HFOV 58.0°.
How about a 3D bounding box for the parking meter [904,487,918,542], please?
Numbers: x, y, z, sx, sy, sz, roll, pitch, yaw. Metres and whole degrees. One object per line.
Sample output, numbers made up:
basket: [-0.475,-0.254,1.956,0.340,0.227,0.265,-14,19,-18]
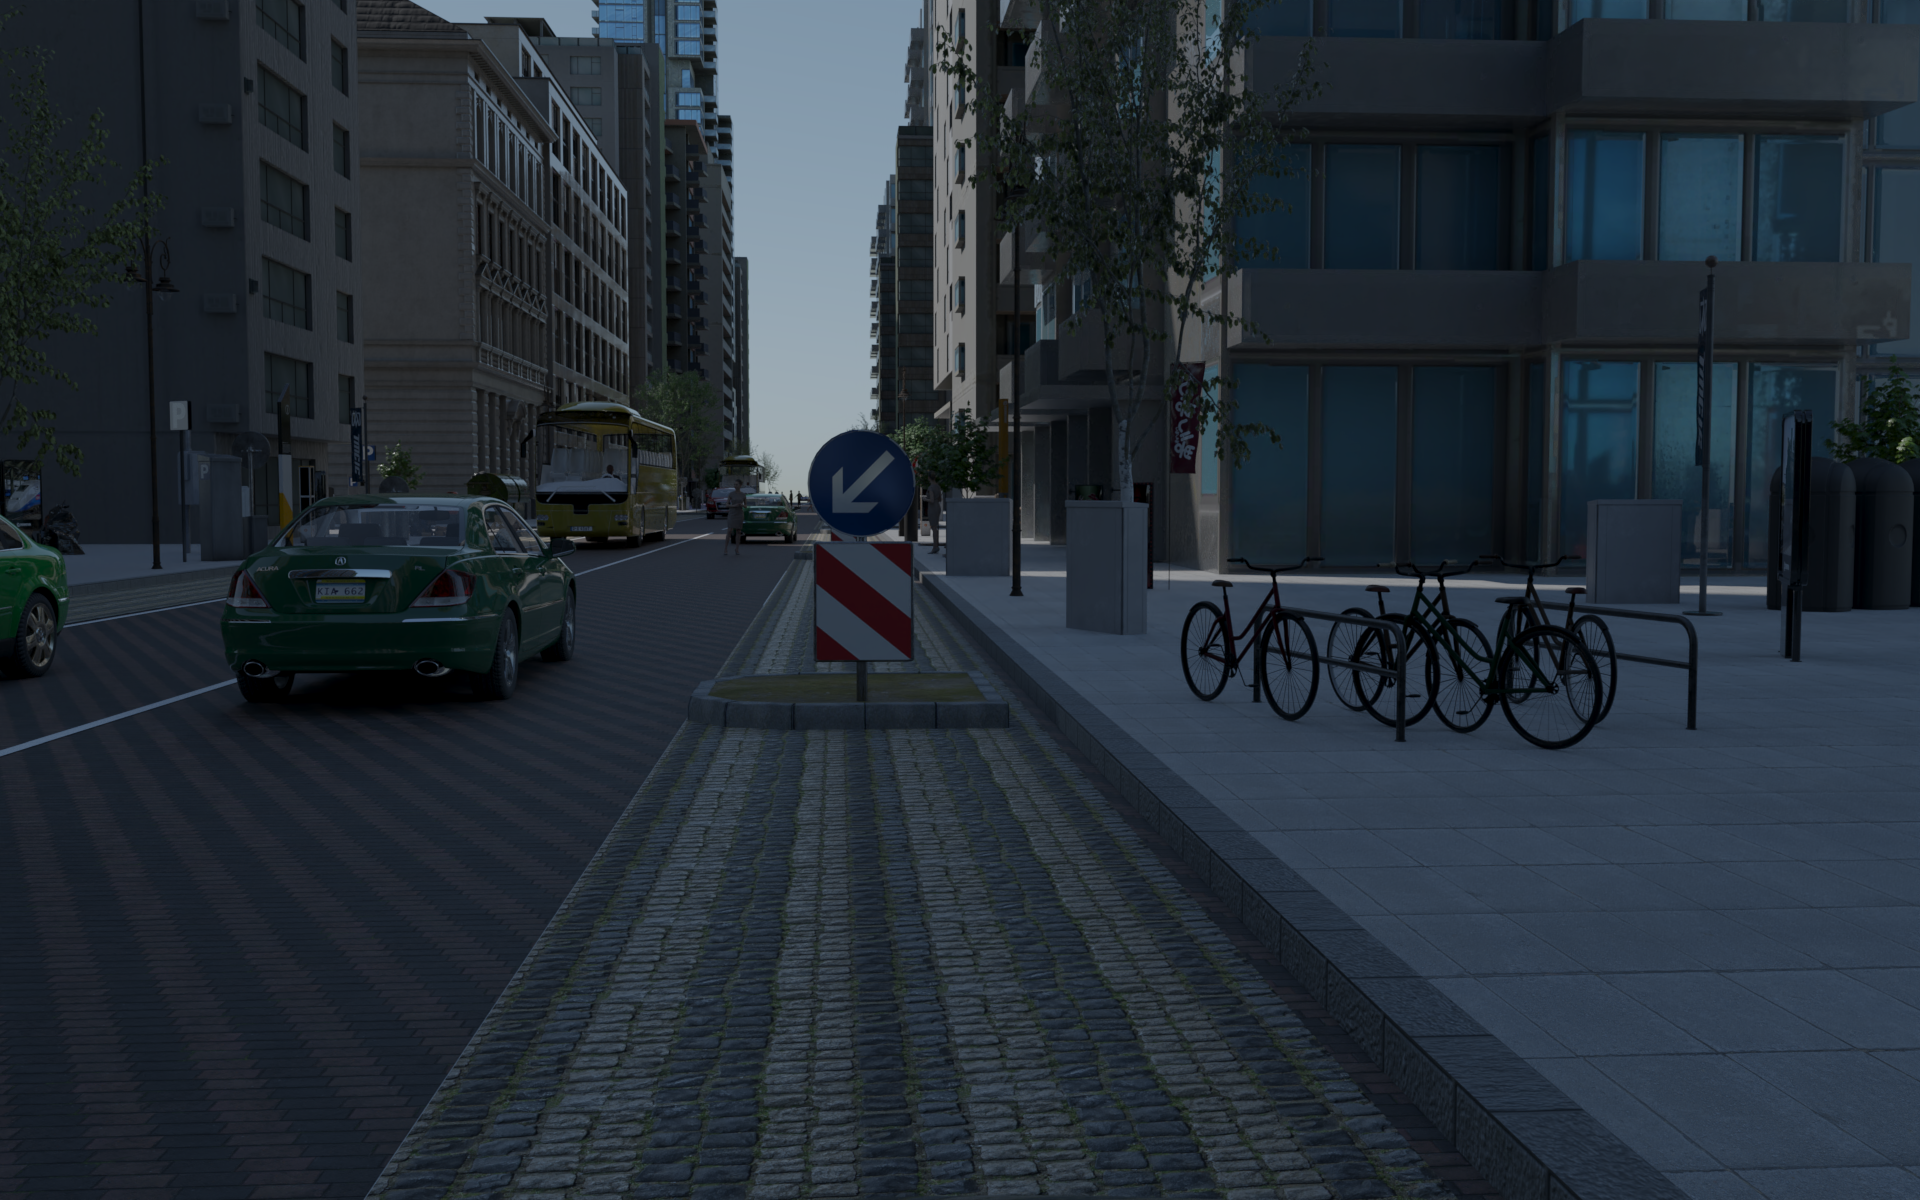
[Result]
parking meter: [-1.314,-2.335,46.593,0.372,1.533,0.369,0,3,0]

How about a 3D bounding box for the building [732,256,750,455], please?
building: [-42.646,-37.080,289.856,14.154,41.232,14.086,0,4,-4]

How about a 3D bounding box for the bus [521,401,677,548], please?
bus: [-9.957,-3.547,49.548,2.896,3.916,12.252,0,4,-4]

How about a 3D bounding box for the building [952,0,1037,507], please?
building: [10.392,-28.114,83.365,21.600,48.544,21.300,0,4,-4]

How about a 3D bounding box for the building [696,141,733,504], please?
building: [-43.025,-37.733,240.629,21.300,48.544,21.600,0,4,-4]

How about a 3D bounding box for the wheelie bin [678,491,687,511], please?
wheelie bin: [-21.462,-7.714,134.029,0.693,1.594,0.980,-1,4,-11]

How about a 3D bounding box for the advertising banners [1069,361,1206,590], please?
advertising banners: [2.381,-1.667,23.443,2.074,3.025,0.090,2,4,35]

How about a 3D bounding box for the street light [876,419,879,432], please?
street light: [-4.999,-8.060,104.562,0.468,5.910,1.993,0,4,-4]

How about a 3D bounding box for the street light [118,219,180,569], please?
street light: [-13.738,-3.466,29.450,0.468,5.910,1.993,0,4,-4]

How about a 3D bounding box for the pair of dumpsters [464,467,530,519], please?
pair of dumpsters: [-16.020,-3.512,59.920,1.574,2.255,4.437,0,4,-4]

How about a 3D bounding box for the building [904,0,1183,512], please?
building: [6.099,-33.357,164.990,23.786,49.044,30.456,0,4,-4]

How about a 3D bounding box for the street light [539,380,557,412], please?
street light: [-16.661,-5.957,70.192,0.468,5.910,1.993,0,4,-4]

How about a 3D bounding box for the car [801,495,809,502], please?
car: [-26.779,-17.386,296.847,1.945,1.354,3.894,0,4,-6]

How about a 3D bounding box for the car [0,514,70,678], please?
car: [-7.953,-0.202,12.102,1.959,1.807,4.718,0,4,-5]

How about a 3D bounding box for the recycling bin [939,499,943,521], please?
recycling bin: [-1.165,-4.231,81.737,0.722,1.027,0.722,0,4,-2]

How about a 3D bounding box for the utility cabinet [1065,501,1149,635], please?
utility cabinet: [1.371,-0.309,16.218,0.306,1.237,1.020,-2,4,-27]

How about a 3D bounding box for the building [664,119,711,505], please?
building: [-40.337,-33.232,197.961,22.147,44.769,28.867,0,4,-4]

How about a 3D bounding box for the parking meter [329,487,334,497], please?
parking meter: [-22.658,-3.289,62.187,0.372,1.533,0.369,0,3,0]

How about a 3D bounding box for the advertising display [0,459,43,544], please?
advertising display: [-17.487,-1.654,32.262,0.123,1.923,0.974,1,4,12]

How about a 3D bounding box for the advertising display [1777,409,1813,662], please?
advertising display: [6.542,-0.513,13.597,0.123,1.923,0.974,1,4,20]

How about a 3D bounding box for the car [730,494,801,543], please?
car: [-5.838,-2.445,51.767,2.131,1.459,4.920,0,4,-3]

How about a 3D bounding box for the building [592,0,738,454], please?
building: [-44.600,-58.288,265.676,22.319,86.520,31.000,0,4,-4]

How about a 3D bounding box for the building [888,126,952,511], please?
building: [1.780,-22.491,139.434,14.160,30.474,14.107,0,4,-4]

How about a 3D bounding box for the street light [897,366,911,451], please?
street light: [-2.014,-5.495,62.626,0.468,5.910,1.993,0,4,-4]

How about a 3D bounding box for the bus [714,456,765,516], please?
bus: [-14.335,-7.503,114.222,2.896,3.916,12.252,0,4,-4]

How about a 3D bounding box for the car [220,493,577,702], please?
car: [-4.148,-0.100,13.431,2.131,1.459,4.920,0,4,-4]

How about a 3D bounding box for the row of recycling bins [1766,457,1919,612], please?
row of recycling bins: [10.632,-0.773,19.748,3.534,1.692,1.069,-2,4,-28]

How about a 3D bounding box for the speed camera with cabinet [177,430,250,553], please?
speed camera with cabinet: [-15.960,-2.611,37.023,2.038,3.252,0.660,3,5,39]

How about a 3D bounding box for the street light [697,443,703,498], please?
street light: [-22.052,-10.628,146.560,0.468,5.910,1.993,0,4,-4]

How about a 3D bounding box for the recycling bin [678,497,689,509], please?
recycling bin: [-22.759,-7.961,142.712,0.722,1.027,0.722,-2,4,-33]

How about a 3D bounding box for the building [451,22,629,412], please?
building: [-32.473,-18.578,108.258,19.350,26.468,34.151,0,4,-4]

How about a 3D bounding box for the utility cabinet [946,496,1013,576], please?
utility cabinet: [0.303,-0.979,27.174,1.020,1.237,0.306,1,4,12]

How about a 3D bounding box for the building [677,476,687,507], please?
building: [-43.792,-29.293,170.822,32.217,40.220,23.993,0,4,-4]

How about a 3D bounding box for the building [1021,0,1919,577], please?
building: [12.733,-25.689,39.623,23.786,49.044,30.456,0,4,-4]

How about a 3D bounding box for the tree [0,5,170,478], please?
tree: [-13.593,-4.508,24.070,4.737,8.622,4.395,0,3,0]

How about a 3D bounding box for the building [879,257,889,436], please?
building: [-2.961,-26.957,212.445,14.160,30.474,14.107,0,4,-4]

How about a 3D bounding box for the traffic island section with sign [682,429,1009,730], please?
traffic island section with sign: [-0.760,-0.170,11.404,1.989,1.847,2.006,0,4,-4]

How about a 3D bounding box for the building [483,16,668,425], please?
building: [-33.478,-28.651,152.042,14.154,41.232,14.086,0,4,-4]

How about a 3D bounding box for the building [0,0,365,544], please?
building: [-25.557,-17.020,49.972,14.107,30.474,14.160,0,4,-4]

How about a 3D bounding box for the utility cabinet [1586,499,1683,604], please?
utility cabinet: [7.911,-0.562,20.350,1.020,1.237,0.306,0,4,-3]

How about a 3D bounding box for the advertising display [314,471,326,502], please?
advertising display: [-17.714,-2.615,47.975,0.123,1.923,0.974,-2,4,-31]

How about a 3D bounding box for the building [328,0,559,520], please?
building: [-26.014,-15.466,81.742,11.050,23.489,19.941,0,4,-4]

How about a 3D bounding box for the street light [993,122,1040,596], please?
street light: [0.712,-2.988,21.638,0.468,5.910,1.993,0,4,-4]

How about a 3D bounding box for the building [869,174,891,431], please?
building: [-1.305,-39.147,259.667,23.786,49.044,30.456,0,4,-4]

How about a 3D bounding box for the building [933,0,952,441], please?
building: [12.417,-31.840,109.820,28.713,52.752,27.495,0,4,-4]

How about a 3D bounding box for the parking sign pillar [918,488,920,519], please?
parking sign pillar: [-2.060,-6.291,91.337,1.447,3.967,1.447,0,4,3]

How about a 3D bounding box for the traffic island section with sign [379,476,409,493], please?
traffic island section with sign: [-12.367,-1.773,37.618,1.989,1.847,2.006,0,4,-4]

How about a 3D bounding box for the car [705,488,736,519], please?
car: [-13.588,-5.611,100.415,2.281,1.827,5.304,0,4,-5]
